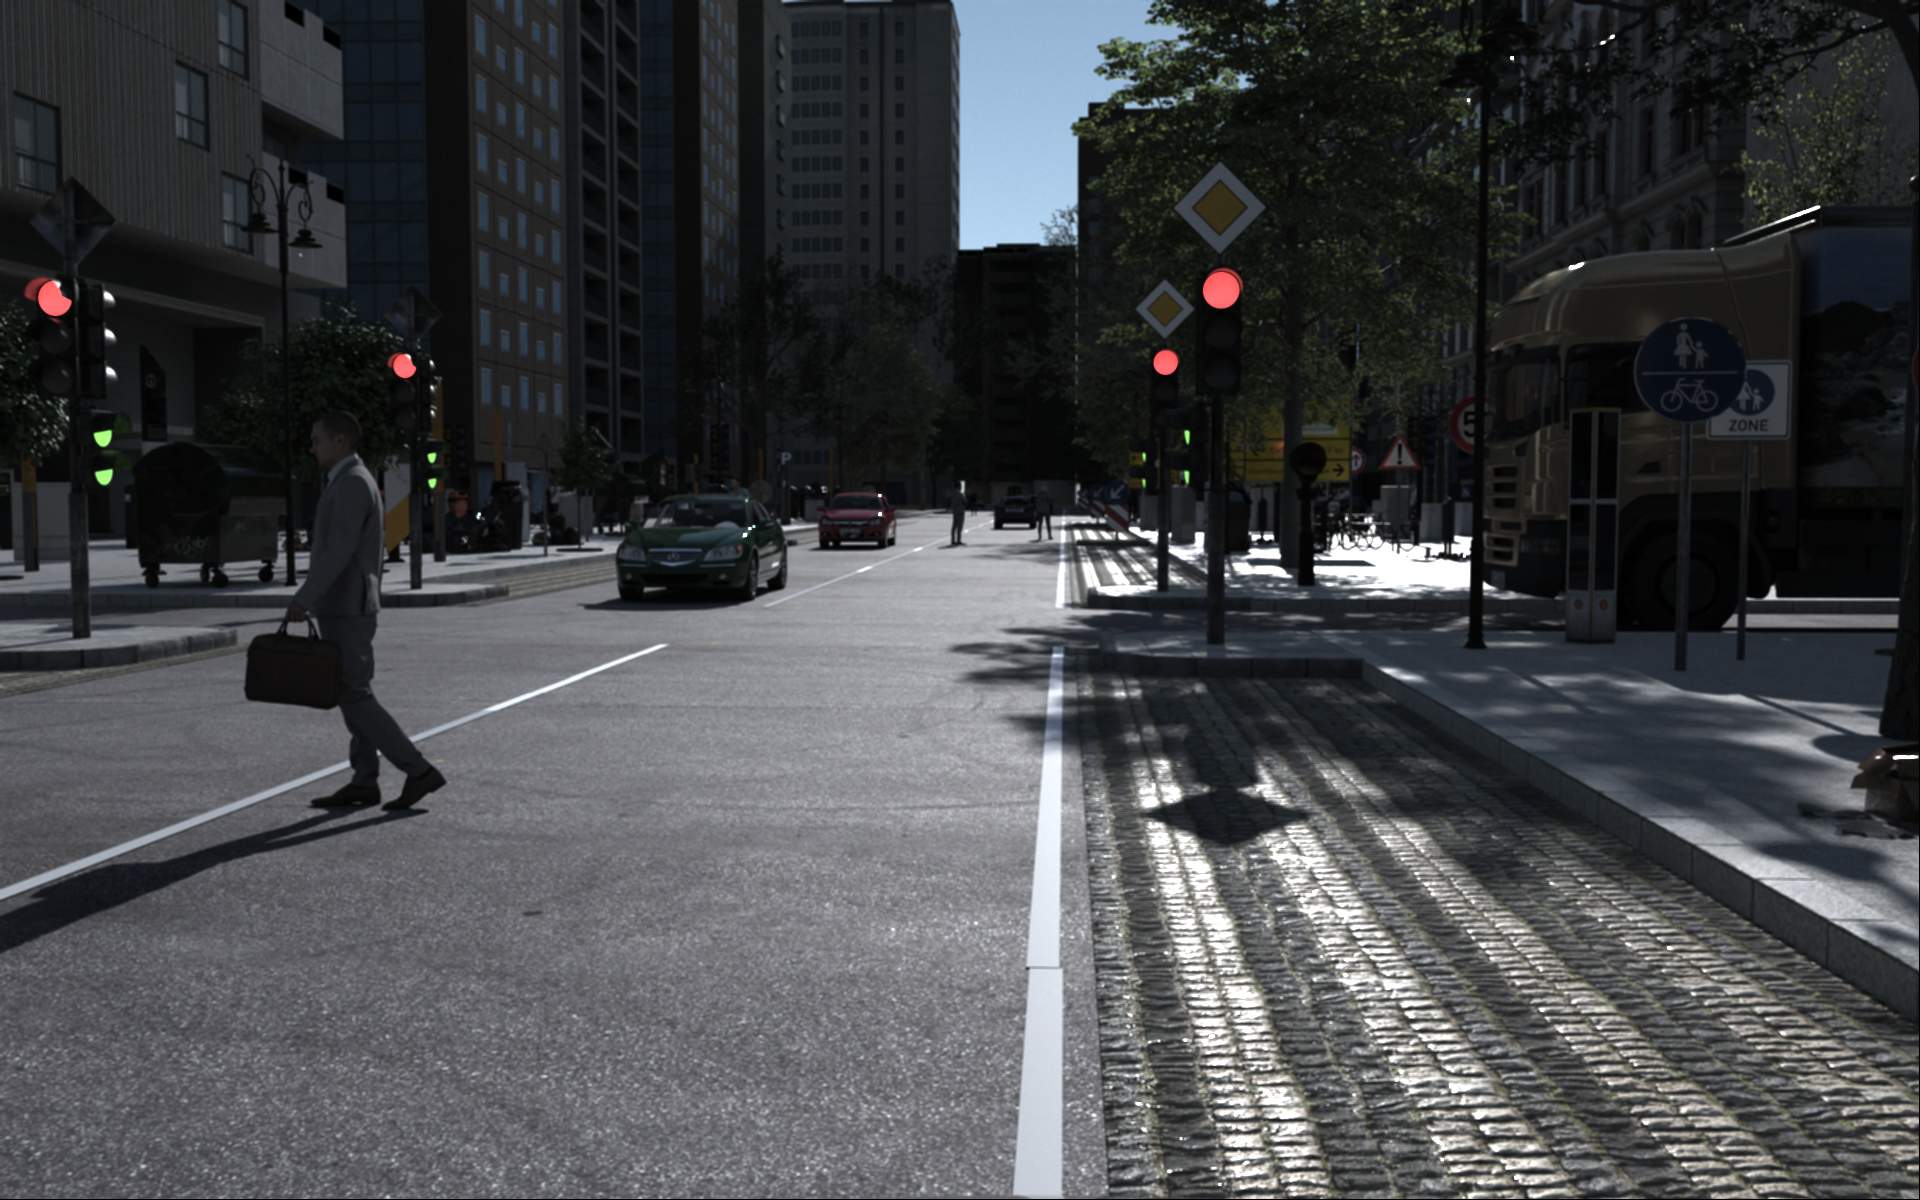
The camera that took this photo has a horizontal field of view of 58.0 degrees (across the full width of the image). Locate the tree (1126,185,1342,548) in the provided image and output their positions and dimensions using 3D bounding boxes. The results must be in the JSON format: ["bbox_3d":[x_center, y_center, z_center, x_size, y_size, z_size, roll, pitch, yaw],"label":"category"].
[{"bbox_3d":[6.156,-5.560,41.276,4.737,8.622,4.395,0,3,0],"label":"tree"}]

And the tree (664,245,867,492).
[{"bbox_3d":[-7.667,-7.984,64.958,7.601,10.594,8.767,2,4,25],"label":"tree"}]

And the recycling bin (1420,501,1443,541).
[{"bbox_3d":[13.145,-2.175,48.109,0.722,1.027,0.722,-1,4,-12],"label":"recycling bin"}]

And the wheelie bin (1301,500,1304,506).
[{"bbox_3d":[16.068,-4.436,80.439,0.693,1.594,0.980,1,4,17],"label":"wheelie bin"}]

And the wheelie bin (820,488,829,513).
[{"bbox_3d":[-7.242,-5.026,90.090,0.693,1.594,0.980,2,4,25],"label":"wheelie bin"}]

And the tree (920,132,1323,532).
[{"bbox_3d":[7.063,-9.045,58.263,12.009,13.543,11.850,0,3,0],"label":"tree"}]

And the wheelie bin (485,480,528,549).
[{"bbox_3d":[-10.494,-1.976,40.220,0.980,1.594,0.693,-2,4,-34],"label":"wheelie bin"}]

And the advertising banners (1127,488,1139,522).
[{"bbox_3d":[8.100,-5.138,80.196,0.090,3.025,2.074,2,4,25],"label":"advertising banners"}]

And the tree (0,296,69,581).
[{"bbox_3d":[-14.903,-2.582,25.936,4.285,4.588,4.351,0,3,0],"label":"tree"}]

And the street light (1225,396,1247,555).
[{"bbox_3d":[5.648,-3.895,36.471,0.468,5.910,1.993,0,4,3],"label":"street light"}]

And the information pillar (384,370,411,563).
[{"bbox_3d":[-10.538,-2.510,32.399,0.504,3.616,0.183,-3,4,-38],"label":"information pillar"}]

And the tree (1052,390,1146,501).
[{"bbox_3d":[13.370,-15.261,166.531,9.611,12.733,9.660,0,3,0],"label":"tree"}]

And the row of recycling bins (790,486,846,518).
[{"bbox_3d":[-7.945,-5.332,94.287,3.534,1.692,1.069,-1,4,-19],"label":"row of recycling bins"}]

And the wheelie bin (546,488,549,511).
[{"bbox_3d":[-19.279,-4.537,82.083,0.693,1.594,0.980,2,4,26],"label":"wheelie bin"}]

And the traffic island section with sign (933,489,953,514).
[{"bbox_3d":[-0.911,-7.118,124.999,1.989,1.847,2.006,0,4,3],"label":"traffic island section with sign"}]

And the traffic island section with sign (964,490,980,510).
[{"bbox_3d":[0.729,-8.775,152.096,1.989,1.847,2.006,0,4,3],"label":"traffic island section with sign"}]

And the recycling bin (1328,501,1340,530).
[{"bbox_3d":[13.053,-2.998,61.573,0.722,1.027,0.722,0,4,-3],"label":"recycling bin"}]

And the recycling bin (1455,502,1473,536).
[{"bbox_3d":[15.679,-2.503,53.484,0.722,1.027,0.722,0,4,-1],"label":"recycling bin"}]

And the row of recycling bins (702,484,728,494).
[{"bbox_3d":[-10.176,-3.979,72.174,1.069,1.692,3.534,-1,4,-12],"label":"row of recycling bins"}]

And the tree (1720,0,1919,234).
[{"bbox_3d":[12.809,-4.554,24.826,4.360,8.622,3.978,0,3,0],"label":"tree"}]

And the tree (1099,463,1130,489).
[{"bbox_3d":[13.716,-10.167,149.949,4.285,4.588,4.351,0,3,0],"label":"tree"}]

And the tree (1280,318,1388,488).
[{"bbox_3d":[14.759,-7.397,71.297,4.360,8.622,3.978,0,3,0],"label":"tree"}]

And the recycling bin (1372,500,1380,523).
[{"bbox_3d":[17.738,-3.673,72.600,0.722,1.027,0.722,0,4,-8],"label":"recycling bin"}]

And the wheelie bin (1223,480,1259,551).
[{"bbox_3d":[6.168,-1.899,38.956,0.693,1.594,0.980,-1,4,-11],"label":"wheelie bin"}]

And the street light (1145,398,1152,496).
[{"bbox_3d":[7.397,-5.759,66.943,0.468,5.910,1.993,0,4,3],"label":"street light"}]

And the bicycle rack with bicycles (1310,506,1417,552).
[{"bbox_3d":[8.591,-1.596,39.473,2.852,0.926,2.925,-2,4,-25],"label":"bicycle rack with bicycles"}]

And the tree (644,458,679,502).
[{"bbox_3d":[-15.843,-5.939,91.711,1.663,3.219,1.824,0,3,0],"label":"tree"}]

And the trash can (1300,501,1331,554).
[{"bbox_3d":[7.642,-1.577,37.445,0.748,1.137,0.748,0,3,0],"label":"trash can"}]

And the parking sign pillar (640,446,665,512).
[{"bbox_3d":[-17.282,-6.653,97.241,1.447,3.967,1.447,-1,4,-22],"label":"parking sign pillar"}]

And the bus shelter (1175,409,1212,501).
[{"bbox_3d":[9.824,-5.669,70.316,2.179,5.291,8.768,0,4,4],"label":"bus shelter"}]

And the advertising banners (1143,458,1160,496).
[{"bbox_3d":[7.875,-4.502,69.787,0.090,3.025,2.074,-1,4,-23],"label":"advertising banners"}]

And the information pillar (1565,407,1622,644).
[{"bbox_3d":[5.446,-0.637,14.908,0.304,2.012,0.304,-2,4,-25],"label":"information pillar"}]

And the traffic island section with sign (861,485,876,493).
[{"bbox_3d":[-3.933,-4.059,74.985,1.989,1.847,2.006,0,4,3],"label":"traffic island section with sign"}]

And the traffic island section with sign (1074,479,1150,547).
[{"bbox_3d":[4.216,-2.397,47.816,1.989,1.847,2.006,0,4,3],"label":"traffic island section with sign"}]

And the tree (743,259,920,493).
[{"bbox_3d":[-6.227,-11.055,91.112,12.009,13.543,11.850,0,3,0],"label":"tree"}]

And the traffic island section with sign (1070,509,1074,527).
[{"bbox_3d":[5.848,-4.051,74.864,1.989,1.847,2.006,0,4,3],"label":"traffic island section with sign"}]

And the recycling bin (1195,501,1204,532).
[{"bbox_3d":[8.371,-2.872,59.510,0.722,1.027,0.722,0,4,6],"label":"recycling bin"}]

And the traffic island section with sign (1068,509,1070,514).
[{"bbox_3d":[8.833,-7.081,124.402,1.989,1.847,2.006,0,4,3],"label":"traffic island section with sign"}]

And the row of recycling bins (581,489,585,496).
[{"bbox_3d":[-16.222,-4.447,79.828,1.069,1.692,3.534,1,4,22],"label":"row of recycling bins"}]

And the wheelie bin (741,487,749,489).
[{"bbox_3d":[-10.259,-4.584,82.863,0.980,1.594,0.693,-3,5,-40],"label":"wheelie bin"}]

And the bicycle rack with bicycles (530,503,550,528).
[{"bbox_3d":[-16.266,-3.202,65.737,2.852,0.926,2.925,-3,5,-43],"label":"bicycle rack with bicycles"}]

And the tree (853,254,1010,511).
[{"bbox_3d":[-1.647,-17.058,134.780,12.611,20.169,13.585,0,3,0],"label":"tree"}]

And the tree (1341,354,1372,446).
[{"bbox_3d":[18.829,-8.444,88.414,4.737,8.622,4.395,0,3,0],"label":"tree"}]

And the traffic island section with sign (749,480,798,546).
[{"bbox_3d":[-5.562,-2.407,47.987,1.989,1.847,2.006,0,4,3],"label":"traffic island section with sign"}]

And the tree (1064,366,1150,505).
[{"bbox_3d":[11.591,-12.540,130.778,9.928,11.665,9.643,0,3,0],"label":"tree"}]

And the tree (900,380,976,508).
[{"bbox_3d":[-2.414,-14.221,158.262,9.928,11.665,9.643,0,3,0],"label":"tree"}]

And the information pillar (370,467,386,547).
[{"bbox_3d":[-14.000,-2.267,41.549,0.304,2.012,0.304,2,4,23],"label":"information pillar"}]

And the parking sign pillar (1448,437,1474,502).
[{"bbox_3d":[17.227,-4.291,58.634,1.447,3.967,1.447,3,5,45],"label":"parking sign pillar"}]

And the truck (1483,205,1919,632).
[{"bbox_3d":[10.628,-1.778,17.980,11.283,4.237,2.839,0,4,2],"label":"truck"}]

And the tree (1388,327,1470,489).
[{"bbox_3d":[19.945,-7.666,75.695,4.360,8.622,3.978,0,3,0],"label":"tree"}]

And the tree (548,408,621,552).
[{"bbox_3d":[-8.516,-2.703,38.790,1.663,3.219,1.824,0,3,0],"label":"tree"}]

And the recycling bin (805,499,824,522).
[{"bbox_3d":[-6.765,-4.161,80.581,0.722,1.027,0.722,1,4,15],"label":"recycling bin"}]

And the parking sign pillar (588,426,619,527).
[{"bbox_3d":[-14.282,-4.900,68.583,1.447,3.967,1.447,3,5,43],"label":"parking sign pillar"}]

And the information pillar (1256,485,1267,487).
[{"bbox_3d":[11.827,-3.882,67.958,0.304,2.012,0.304,-1,4,-22],"label":"information pillar"}]

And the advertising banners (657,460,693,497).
[{"bbox_3d":[-14.655,-5.715,89.623,2.074,3.025,0.090,-2,4,-30],"label":"advertising banners"}]

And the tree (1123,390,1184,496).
[{"bbox_3d":[10.847,-9.203,100.833,4.360,8.622,3.978,0,3,0],"label":"tree"}]

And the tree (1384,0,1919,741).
[{"bbox_3d":[4.929,-4.528,8.451,8.767,10.594,7.601,0,4,8],"label":"tree"}]

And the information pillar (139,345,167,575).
[{"bbox_3d":[-12.756,-2.207,27.437,0.183,3.616,0.504,1,4,15],"label":"information pillar"}]

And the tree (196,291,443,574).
[{"bbox_3d":[-10.143,-2.715,28.111,4.285,4.588,4.351,0,3,0],"label":"tree"}]
